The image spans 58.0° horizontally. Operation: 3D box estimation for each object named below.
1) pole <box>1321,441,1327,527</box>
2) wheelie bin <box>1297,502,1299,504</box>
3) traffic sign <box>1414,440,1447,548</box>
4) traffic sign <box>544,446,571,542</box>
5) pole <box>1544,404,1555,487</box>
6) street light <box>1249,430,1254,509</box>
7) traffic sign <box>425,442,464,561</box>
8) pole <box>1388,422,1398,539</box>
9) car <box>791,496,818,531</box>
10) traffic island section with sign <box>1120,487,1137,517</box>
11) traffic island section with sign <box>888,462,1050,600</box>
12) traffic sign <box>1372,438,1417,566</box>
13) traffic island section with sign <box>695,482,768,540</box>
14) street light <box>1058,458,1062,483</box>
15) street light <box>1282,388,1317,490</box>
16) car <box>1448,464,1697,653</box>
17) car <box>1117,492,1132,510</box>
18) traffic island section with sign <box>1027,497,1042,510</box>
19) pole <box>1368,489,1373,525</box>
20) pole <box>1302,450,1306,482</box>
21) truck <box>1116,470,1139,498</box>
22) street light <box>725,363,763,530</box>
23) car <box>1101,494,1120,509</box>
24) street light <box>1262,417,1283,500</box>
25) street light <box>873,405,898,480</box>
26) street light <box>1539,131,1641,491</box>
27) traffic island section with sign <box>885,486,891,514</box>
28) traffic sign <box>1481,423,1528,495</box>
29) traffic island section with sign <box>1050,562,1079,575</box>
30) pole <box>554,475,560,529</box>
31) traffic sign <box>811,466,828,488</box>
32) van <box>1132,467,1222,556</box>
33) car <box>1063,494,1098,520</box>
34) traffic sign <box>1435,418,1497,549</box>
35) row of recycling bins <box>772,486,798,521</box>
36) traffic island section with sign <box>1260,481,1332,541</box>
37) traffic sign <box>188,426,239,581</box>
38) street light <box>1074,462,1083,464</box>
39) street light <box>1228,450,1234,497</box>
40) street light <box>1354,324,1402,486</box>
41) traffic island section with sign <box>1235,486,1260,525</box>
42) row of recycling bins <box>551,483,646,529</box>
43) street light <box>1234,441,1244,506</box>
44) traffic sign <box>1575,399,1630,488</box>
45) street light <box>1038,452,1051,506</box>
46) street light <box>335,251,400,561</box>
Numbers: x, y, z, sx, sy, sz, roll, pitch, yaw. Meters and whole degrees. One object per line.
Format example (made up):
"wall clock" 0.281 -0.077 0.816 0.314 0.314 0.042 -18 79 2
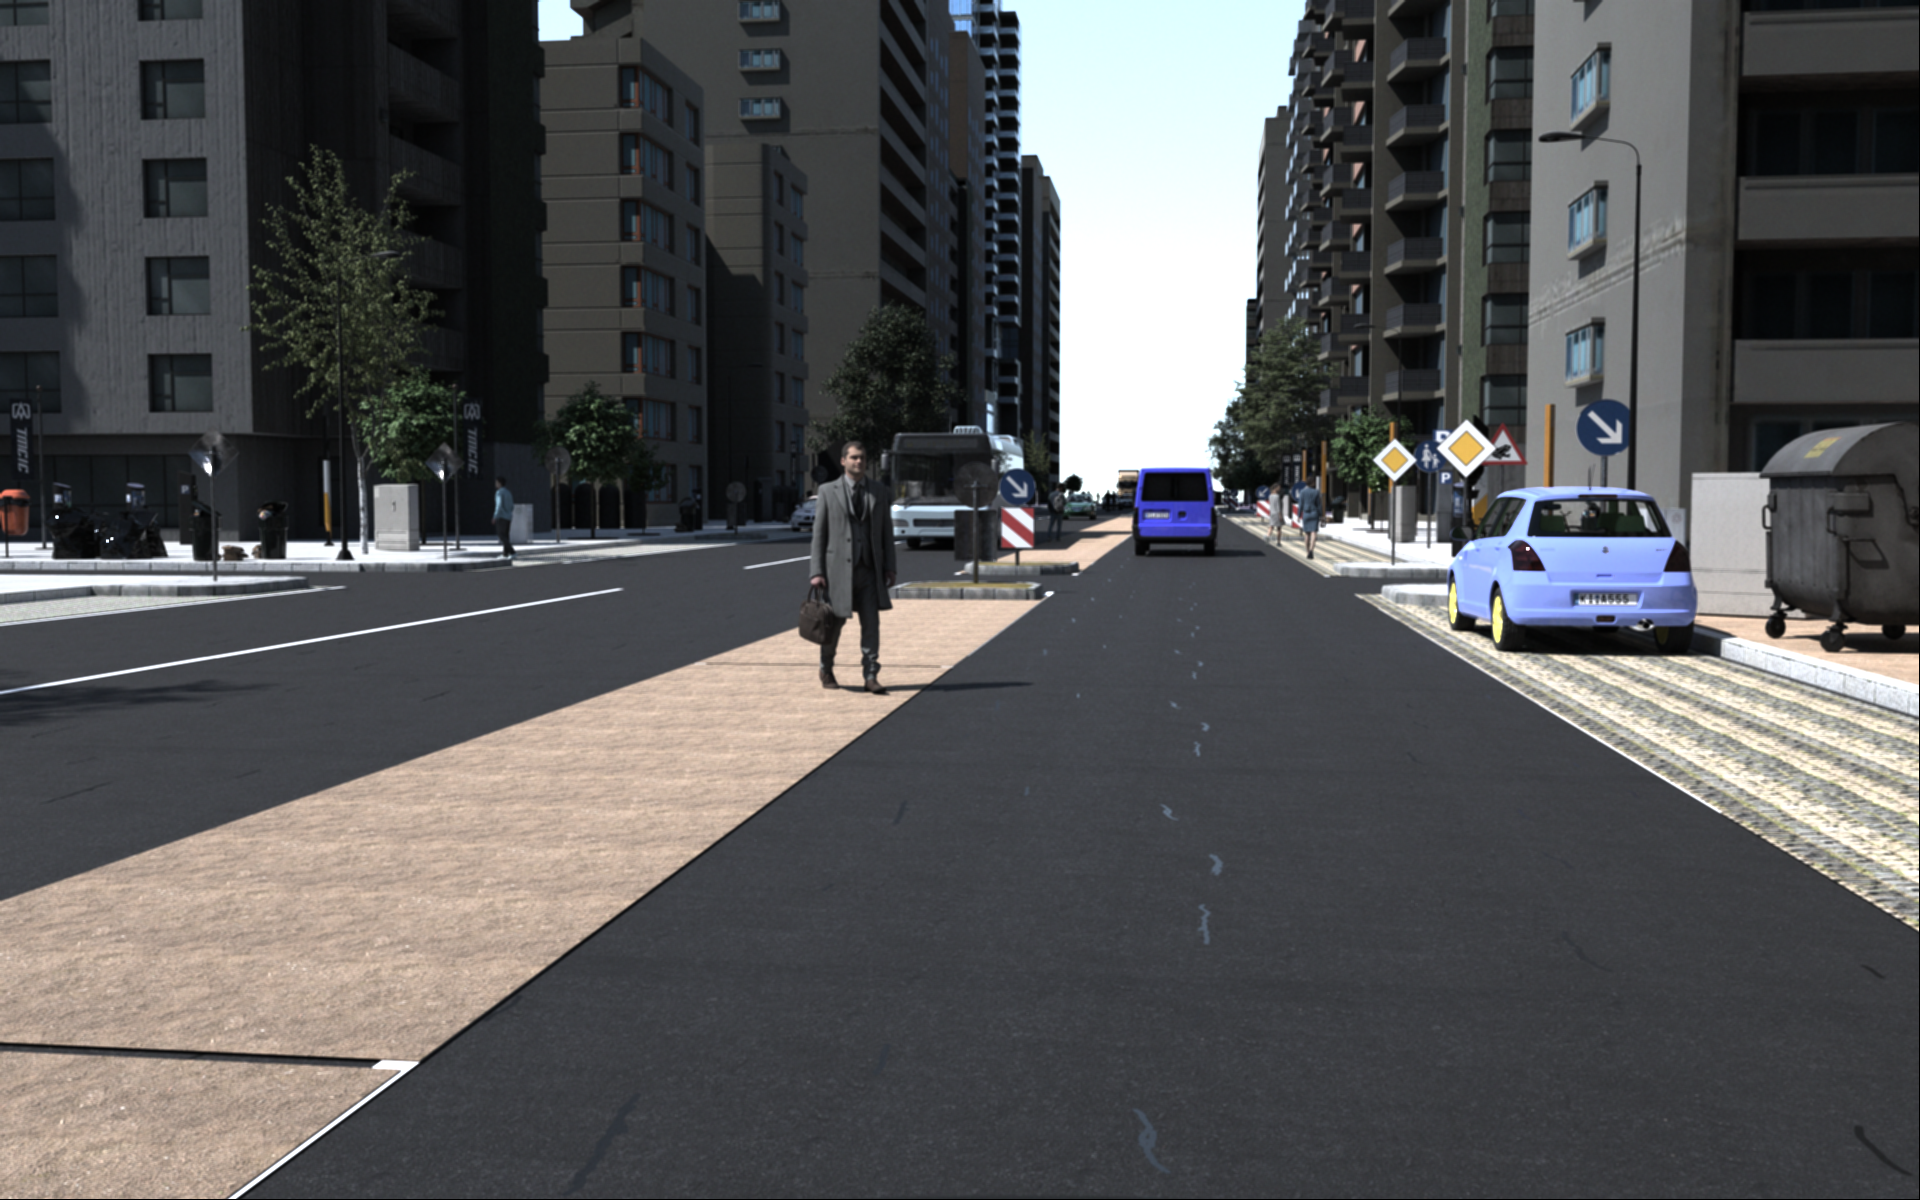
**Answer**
"pole" 13.987 -4.450 66.600 0.158 3.312 0.155 0 3 0
"wheelie bin" 17.438 -4.887 87.805 0.693 1.594 0.980 1 4 23
"traffic sign" 11.062 -2.489 40.794 0.768 2.556 0.104 1 4 9
"traffic sign" -10.673 -2.802 45.926 0.768 2.556 0.104 1 4 13
"pole" 13.409 -2.789 39.445 0.158 3.312 0.155 0 3 0
"street light" 21.483 -9.261 123.961 1.470 5.913 1.316 0 4 7
"traffic sign" -9.921 -1.817 33.346 0.795 2.450 0.064 0 4 7
"pole" 12.300 -3.387 49.215 0.158 3.312 0.155 0 3 0
"car" -5.270 -3.364 67.361 2.083 1.381 4.827 0 4 8
"traffic island section with sign" 10.857 -5.993 106.129 2.006 1.907 1.989 0 4 7
"traffic island section with sign" 0.144 -0.987 24.279 2.006 1.907 1.989 0 4 7
"traffic sign" 7.770 -1.674 31.019 0.795 2.450 0.064 0 4 7
"traffic island section with sign" -7.165 -2.820 54.734 1.989 1.847 2.006 0 4 7
"street light" 13.033 -15.152 220.280 1.470 5.913 1.316 0 4 7
"street light" 15.066 -6.329 76.019 1.470 5.913 1.316 0 4 7
"car" 5.843 -0.446 16.890 1.945 1.707 3.694 0 4 6
"car" 15.225 -8.969 156.431 2.009 1.686 4.222 1 4 9
"traffic island section with sign" 6.485 -9.194 158.943 1.989 1.847 2.006 0 4 7
"pole" 17.288 -4.831 72.836 0.158 3.312 0.155 0 3 0
"pole" 15.999 -5.302 80.523 0.158 3.312 0.155 0 3 0
"truck" 19.560 -12.966 200.903 2.839 4.237 11.283 0 4 6
"street light" -7.686 -5.457 61.765 1.470 5.913 1.316 0 4 7
"car" 14.613 -9.464 166.539 2.131 1.459 4.920 0 4 6
"street light" 18.971 -8.094 104.885 1.470 5.913 1.316 0 4 7
"street light" -3.932 -7.194 90.168 1.470 5.913 1.316 0 4 7
"street light" 8.112 -3.043 22.287 1.470 5.913 1.316 0 4 7
"traffic island section with sign" -3.564 -4.500 82.210 1.989 1.847 2.006 0 4 7
"traffic sign" 9.907 -1.938 31.689 0.884 2.594 0.081 1 4 15
"traffic island section with sign" 1.115 -1.436 31.622 2.006 1.907 1.989 0 4 7
"pole" -14.777 -4.259 63.480 0.158 3.312 0.155 0 3 0
"traffic sign" -6.311 -4.737 77.563 0.768 2.556 0.104 1 4 9
"van" 5.235 -2.297 41.944 2.240 2.365 5.245 0 4 8
"car" 6.682 -5.224 97.209 2.131 1.459 4.920 0 4 7
"traffic sign" 6.734 -1.190 23.101 0.795 2.450 0.064 0 4 7
"row of recycling bins" -8.779 -4.786 85.362 1.069 1.692 3.534 1 4 14
"traffic island section with sign" 10.408 -2.746 53.527 1.989 1.847 2.006 0 4 7
"traffic sign" -10.957 -1.332 25.429 0.795 2.450 0.064 0 4 7
"street light" 16.987 -16.960 249.838 1.470 5.913 1.316 0 4 7
"street light" 28.869 -12.762 181.202 1.470 5.913 1.316 0 4 7
"street light" 11.459 -4.577 47.382 1.470 5.913 1.316 0 4 7
"traffic island section with sign" 13.903 -4.381 80.255 1.989 1.847 2.006 0 4 7
"row of recycling bins" -13.442 -3.503 64.382 3.534 1.692 1.069 0 4 -5
"street light" 25.200 -11.024 152.788 1.470 5.913 1.316 0 4 7
"traffic sign" 8.688 -1.423 23.375 0.768 2.556 0.104 1 4 14
"street light" 9.329 -13.405 191.712 1.470 5.913 1.316 0 4 7
"street light" -11.400 -3.720 33.357 1.470 5.913 1.316 0 4 7
